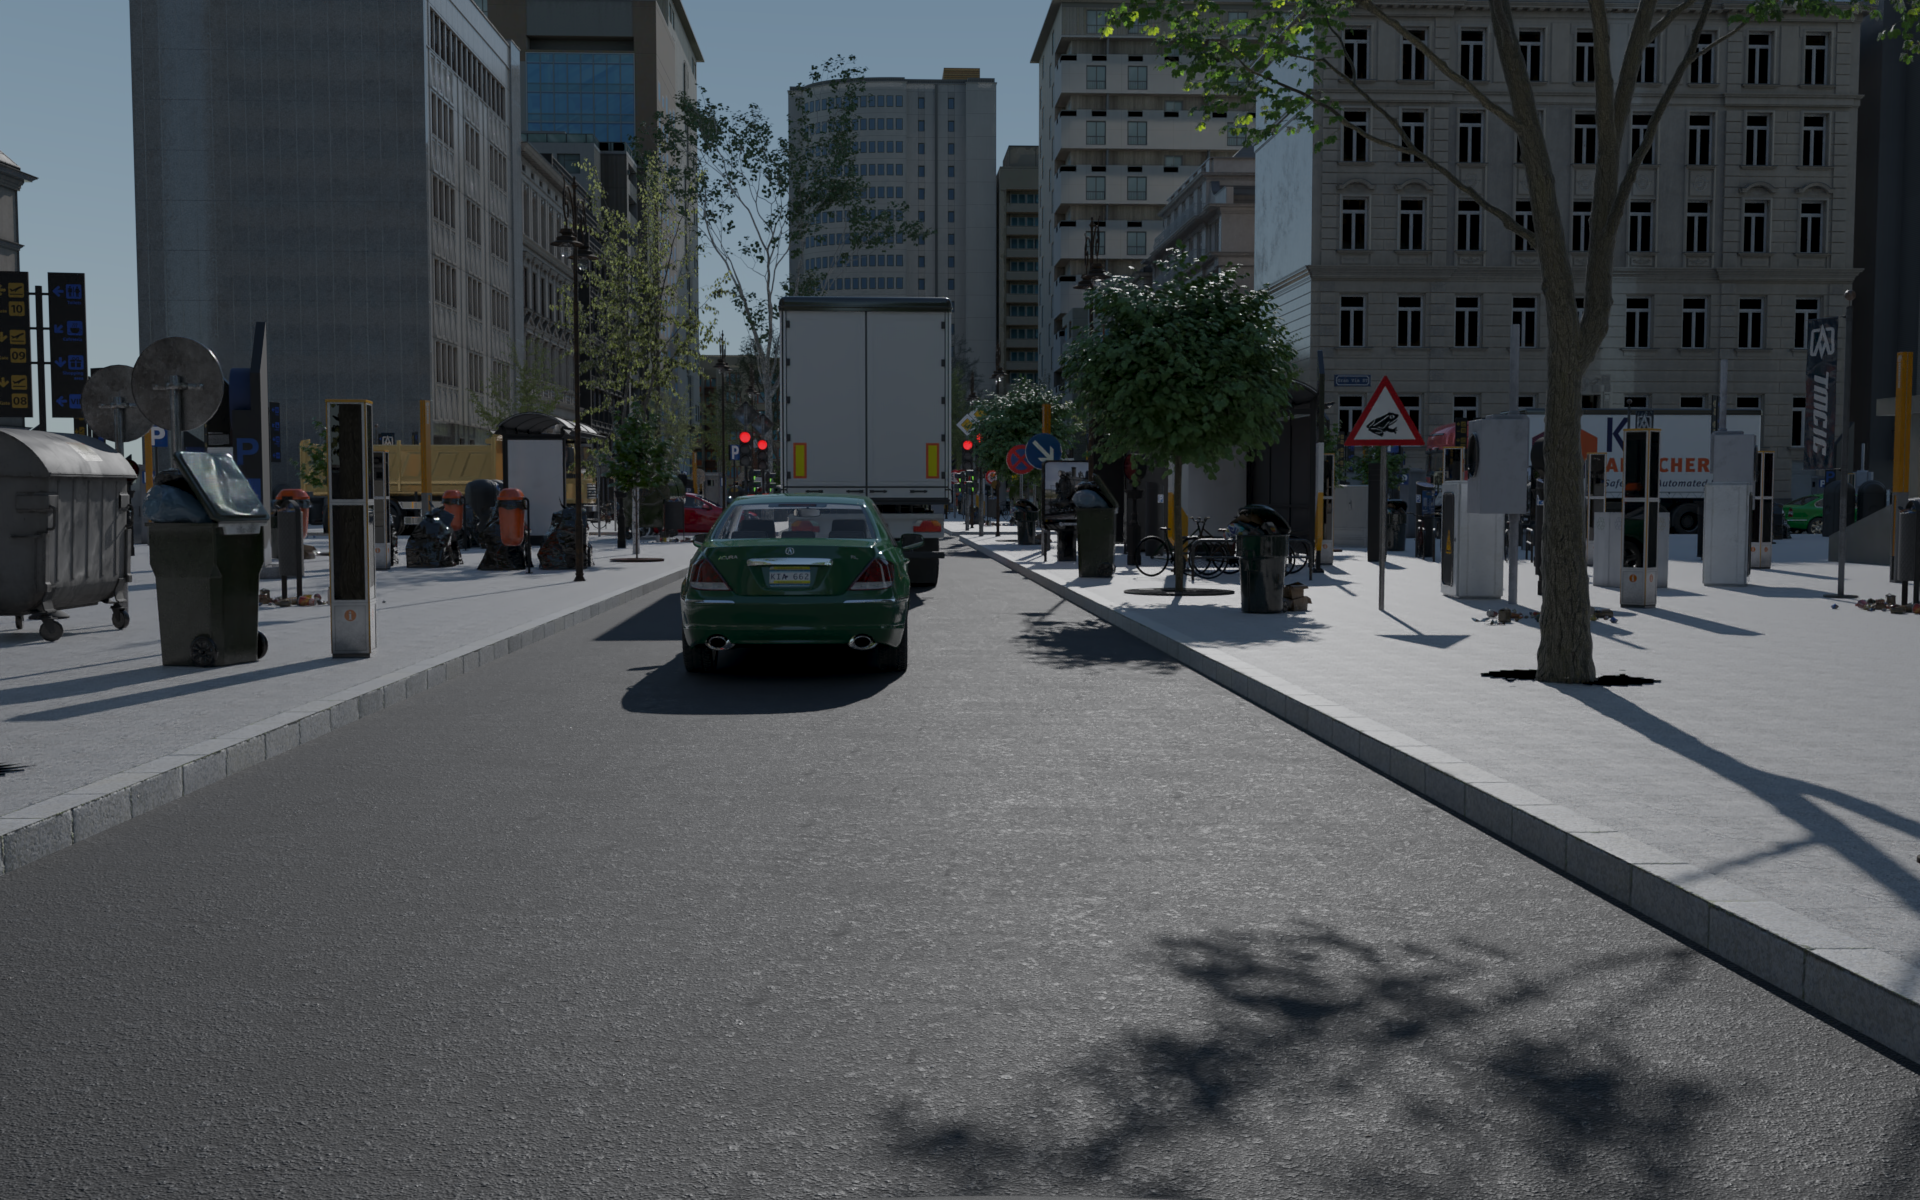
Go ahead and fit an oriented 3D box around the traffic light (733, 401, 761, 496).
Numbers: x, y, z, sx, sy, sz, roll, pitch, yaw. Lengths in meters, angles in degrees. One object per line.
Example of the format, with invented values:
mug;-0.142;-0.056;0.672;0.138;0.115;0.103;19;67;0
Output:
traffic light;-6.427;-3.869;52.175;0.839;4.253;0.868;0;4;-3

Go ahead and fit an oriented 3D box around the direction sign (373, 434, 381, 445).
direction sign;-21.850;-4.456;64.855;0.876;3.537;0.379;-2;4;-31

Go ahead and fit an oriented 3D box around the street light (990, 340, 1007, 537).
street light;1.147;-4.857;52.196;0.468;5.910;1.993;0;4;-3

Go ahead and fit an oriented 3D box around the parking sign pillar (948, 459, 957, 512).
parking sign pillar;-0.930;-8.506;127.550;1.447;3.967;1.447;-2;4;-24

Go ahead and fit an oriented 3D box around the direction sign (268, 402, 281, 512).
direction sign;-16.924;-3.085;42.435;0.379;3.537;0.876;1;4;15

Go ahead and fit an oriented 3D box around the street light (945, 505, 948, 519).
street light;-0.699;-7.084;88.610;0.468;5.910;1.993;0;4;-3

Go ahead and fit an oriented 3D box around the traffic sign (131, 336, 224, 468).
traffic sign;-6.332;-0.851;14.020;0.768;2.556;0.104;0;4;3

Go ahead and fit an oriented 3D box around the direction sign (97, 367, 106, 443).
direction sign;-15.687;-2.401;31.253;0.876;3.537;0.379;2;4;29

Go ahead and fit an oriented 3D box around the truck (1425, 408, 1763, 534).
truck;20.634;-4.214;57.819;11.283;4.237;2.839;0;4;-2

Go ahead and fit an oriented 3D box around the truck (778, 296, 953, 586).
truck;-1.741;-2.527;30.235;2.839;4.237;11.283;0;4;-4

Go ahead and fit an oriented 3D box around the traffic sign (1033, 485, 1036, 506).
traffic sign;2.218;-3.142;51.484;0.768;2.556;0.104;0;4;5

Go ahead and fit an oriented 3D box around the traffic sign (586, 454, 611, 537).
traffic sign;-10.840;-3.173;51.986;0.768;2.556;0.104;0;4;-2

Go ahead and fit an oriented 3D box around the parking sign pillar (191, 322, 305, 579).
parking sign pillar;-10.862;-2.328;26.540;1.447;3.967;1.447;-1;4;-17

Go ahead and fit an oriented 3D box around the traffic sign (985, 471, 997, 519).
traffic sign;1.706;-5.493;89.919;0.768;2.556;0.104;0;4;2

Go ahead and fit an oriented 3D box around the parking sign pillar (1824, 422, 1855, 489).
parking sign pillar;32.607;-4.635;64.255;1.447;3.967;1.447;-3;4;-37

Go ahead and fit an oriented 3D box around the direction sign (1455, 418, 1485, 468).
direction sign;15.092;-3.628;51.322;0.876;3.537;0.379;0;4;0

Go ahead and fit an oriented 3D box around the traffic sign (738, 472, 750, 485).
traffic sign;-12.455;-6.109;99.991;0.768;2.556;0.104;0;4;-1

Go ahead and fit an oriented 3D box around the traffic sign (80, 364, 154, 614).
traffic sign;-8.263;-1.036;17.051;0.768;2.556;0.104;0;4;-1

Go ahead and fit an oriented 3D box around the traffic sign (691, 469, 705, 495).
traffic sign;-13.110;-5.308;86.890;0.768;2.556;0.104;0;4;-1

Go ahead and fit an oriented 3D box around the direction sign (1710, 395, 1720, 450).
direction sign;17.406;-2.933;39.945;0.379;3.537;0.876;2;4;35

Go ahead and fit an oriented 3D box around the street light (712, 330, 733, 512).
street light;-6.690;-4.660;48.978;0.468;5.910;1.993;0;4;-3

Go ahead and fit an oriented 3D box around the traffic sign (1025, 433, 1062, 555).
traffic sign;1.742;-2.208;36.203;0.768;2.556;0.104;0;4;1

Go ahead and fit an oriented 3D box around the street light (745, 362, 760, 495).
street light;-7.291;-5.387;60.864;0.468;5.910;1.993;0;4;-3

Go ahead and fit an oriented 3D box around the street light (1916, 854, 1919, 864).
street light;3.418;-2.021;5.825;0.468;5.910;1.993;0;4;-3

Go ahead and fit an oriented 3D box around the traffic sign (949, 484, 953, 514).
traffic sign;-0.663;-6.836;111.871;0.768;2.556;0.104;0;4;0

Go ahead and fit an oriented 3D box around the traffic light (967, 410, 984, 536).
traffic light;0.625;-3.891;52.535;0.839;4.253;0.868;0;4;-3

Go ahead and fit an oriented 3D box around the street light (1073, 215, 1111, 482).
street light;2.200;-3.441;29.048;0.468;5.910;1.993;0;4;-3

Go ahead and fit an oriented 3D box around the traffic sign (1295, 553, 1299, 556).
traffic sign;6.822;-2.131;34.942;0.768;2.556;0.104;0;4;-2

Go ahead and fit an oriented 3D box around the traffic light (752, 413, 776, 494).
traffic light;-6.818;-4.357;60.150;0.839;4.253;0.868;0;4;-3

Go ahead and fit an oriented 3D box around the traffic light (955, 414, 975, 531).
traffic light;0.234;-4.379;60.511;0.839;4.253;0.868;0;4;-3

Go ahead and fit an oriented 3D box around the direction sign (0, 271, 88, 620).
direction sign;-9.385;-1.574;17.737;0.876;3.537;0.379;-1;4;-12

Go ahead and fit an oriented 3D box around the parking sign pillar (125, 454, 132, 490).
parking sign pillar;-56.192;-7.810;116.166;1.447;3.967;1.447;2;4;27

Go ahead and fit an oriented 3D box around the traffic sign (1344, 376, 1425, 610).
traffic sign;4.665;-1.168;19.100;0.884;2.594;0.081;0;4;2

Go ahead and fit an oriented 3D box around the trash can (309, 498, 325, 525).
trash can;-26.510;-3.650;71.334;0.748;1.137;0.748;0;3;0

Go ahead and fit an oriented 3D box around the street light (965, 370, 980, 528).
street light;0.454;-5.627;64.787;0.468;5.910;1.993;0;4;-3

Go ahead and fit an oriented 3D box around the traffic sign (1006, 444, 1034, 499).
traffic sign;1.574;-2.713;44.468;0.768;2.556;0.104;0;4;3

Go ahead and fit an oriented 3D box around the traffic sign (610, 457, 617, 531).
traffic sign;-11.871;-3.639;59.610;0.768;2.556;0.104;0;4;-2

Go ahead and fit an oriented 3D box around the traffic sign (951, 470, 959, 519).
traffic sign;-0.264;-5.540;90.692;0.768;2.556;0.104;0;4;5

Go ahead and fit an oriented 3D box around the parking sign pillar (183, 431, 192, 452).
parking sign pillar;-31.487;-5.103;71.913;1.447;3.967;1.447;-2;4;-30

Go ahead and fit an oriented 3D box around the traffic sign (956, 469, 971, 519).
traffic sign;0.178;-5.356;87.673;0.768;2.556;0.104;0;4;3

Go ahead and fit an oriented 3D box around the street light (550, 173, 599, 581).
street light;-5.607;-3.215;25.353;0.468;5.910;1.993;0;4;-3

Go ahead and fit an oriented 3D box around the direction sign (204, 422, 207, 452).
direction sign;-17.219;-2.936;40.005;0.876;3.537;0.379;3;5;41

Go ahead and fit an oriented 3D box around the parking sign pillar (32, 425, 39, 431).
parking sign pillar;-35.450;-4.721;65.661;1.447;3.967;1.447;2;4;26

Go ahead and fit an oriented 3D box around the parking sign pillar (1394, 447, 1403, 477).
parking sign pillar;17.070;-4.936;69.178;1.447;3.967;1.447;-2;4;-32

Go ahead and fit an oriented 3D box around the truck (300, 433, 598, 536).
truck;-15.846;-3.652;55.640;9.791;3.379;3.469;0;4;-1

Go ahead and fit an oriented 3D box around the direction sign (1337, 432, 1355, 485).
direction sign;13.996;-4.337;62.905;0.876;3.537;0.379;-2;4;-34

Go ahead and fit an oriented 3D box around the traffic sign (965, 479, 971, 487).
traffic sign;0.625;-8.070;132.048;0.768;2.556;0.104;0;4;3

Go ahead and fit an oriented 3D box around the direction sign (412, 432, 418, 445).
direction sign;-19.889;-4.360;63.282;0.379;3.537;0.876;-2;4;-29

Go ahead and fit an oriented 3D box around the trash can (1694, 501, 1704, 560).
trash can;14.597;-1.337;33.506;0.748;1.137;0.748;0;3;0

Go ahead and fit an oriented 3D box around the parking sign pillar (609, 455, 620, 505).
parking sign pillar;-19.767;-6.835;100.219;1.447;3.967;1.447;-3;5;-44
